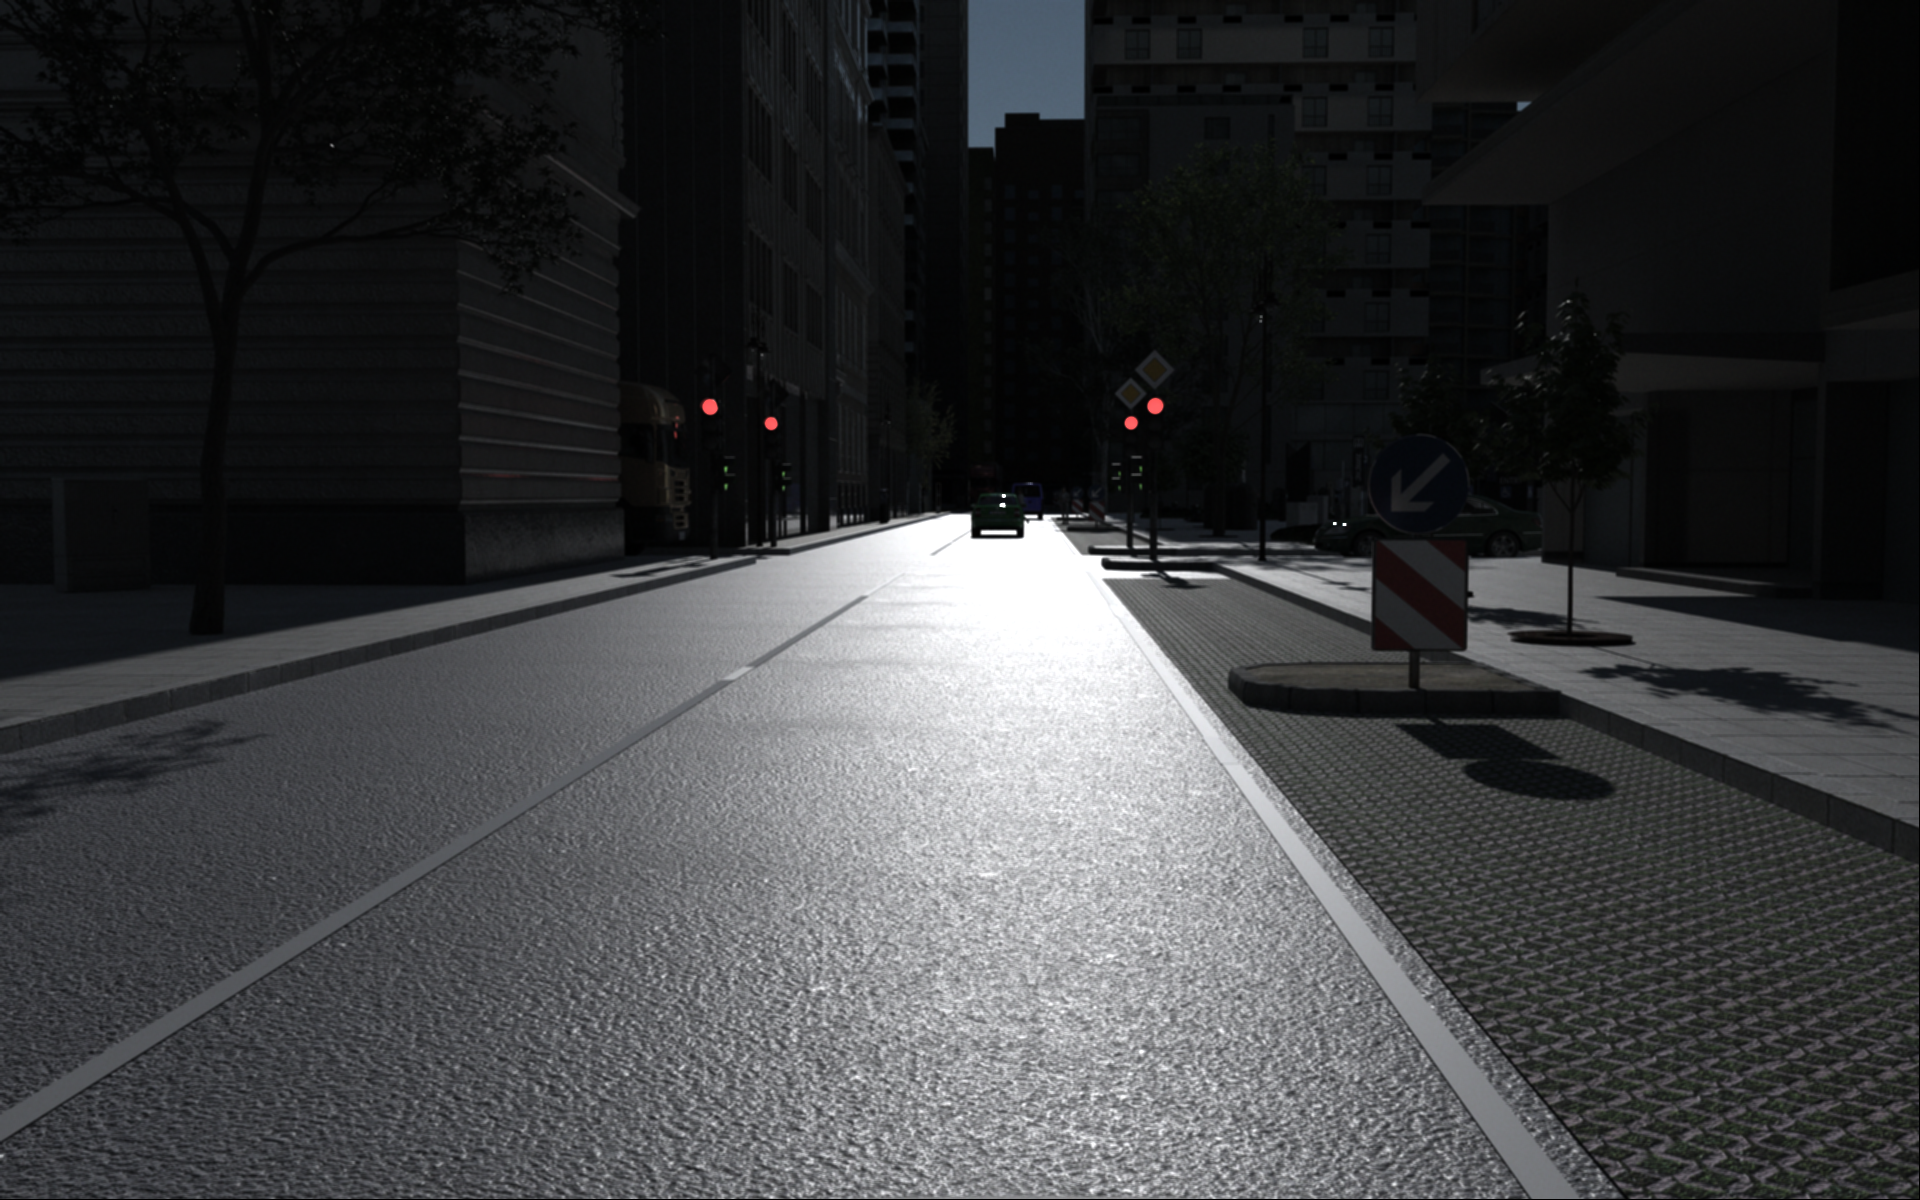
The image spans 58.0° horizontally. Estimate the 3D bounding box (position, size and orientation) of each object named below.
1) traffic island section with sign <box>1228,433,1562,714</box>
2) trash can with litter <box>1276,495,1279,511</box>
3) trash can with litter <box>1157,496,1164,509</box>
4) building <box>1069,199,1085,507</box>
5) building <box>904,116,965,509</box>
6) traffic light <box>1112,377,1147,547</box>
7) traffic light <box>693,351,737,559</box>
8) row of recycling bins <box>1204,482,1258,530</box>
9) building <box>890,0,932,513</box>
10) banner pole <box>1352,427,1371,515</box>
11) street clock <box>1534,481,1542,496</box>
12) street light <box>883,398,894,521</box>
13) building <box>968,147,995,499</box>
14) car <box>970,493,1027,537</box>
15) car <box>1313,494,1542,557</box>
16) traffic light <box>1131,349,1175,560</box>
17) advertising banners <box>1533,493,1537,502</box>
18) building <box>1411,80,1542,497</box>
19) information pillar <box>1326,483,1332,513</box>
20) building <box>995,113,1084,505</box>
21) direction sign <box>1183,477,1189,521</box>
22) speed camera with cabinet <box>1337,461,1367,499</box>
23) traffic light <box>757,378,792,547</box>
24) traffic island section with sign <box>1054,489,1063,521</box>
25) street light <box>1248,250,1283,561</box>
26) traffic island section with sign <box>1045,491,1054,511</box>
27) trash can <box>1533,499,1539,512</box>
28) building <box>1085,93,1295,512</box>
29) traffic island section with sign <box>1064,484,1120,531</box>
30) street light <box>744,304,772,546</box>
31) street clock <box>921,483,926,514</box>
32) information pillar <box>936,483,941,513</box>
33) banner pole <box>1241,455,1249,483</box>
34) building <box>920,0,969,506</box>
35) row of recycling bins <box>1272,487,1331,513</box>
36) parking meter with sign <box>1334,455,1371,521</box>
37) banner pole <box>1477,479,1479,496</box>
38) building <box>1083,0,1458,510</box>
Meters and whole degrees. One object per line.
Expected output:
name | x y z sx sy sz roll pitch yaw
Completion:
traffic island section with sign | 2.939 -0.216 12.160 1.989 1.847 2.006 0 4 2
trash can with litter | 18.004 -5.294 97.620 1.678 1.210 2.233 0 4 6
trash can with litter | 11.630 -5.422 100.033 0.624 1.170 1.055 -1 4 -14
building | 17.842 -24.434 171.193 14.160 30.474 14.107 0 4 2
building | -15.881 -28.649 160.298 32.217 40.220 23.993 0 4 2
traffic light | 4.085 -3.230 41.738 0.839 4.253 0.868 0 4 2
traffic light | -4.842 -2.763 34.090 0.839 4.253 0.868 0 4 2
row of recycling bins | 9.782 -3.412 62.902 1.069 1.692 3.534 -1 4 -14
building | -13.010 -50.069 131.301 22.319 86.520 31.000 0 4 2
banner pole | 14.959 -4.550 64.413 0.863 3.779 0.401 -1 4 -11
street clock | 23.469 -4.017 70.251 0.358 2.002 0.471 2 4 34
street light | -3.417 -6.704 82.404 0.468 5.910 1.993 0 4 2
building | -2.728 -32.039 207.430 14.086 41.232 14.154 0 4 2
car | 1.314 -3.096 59.420 1.959 1.807 4.718 0 4 2
car | 10.101 -1.563 37.351 4.920 1.459 2.131 0 4 1
traffic light | 3.763 -2.742 33.760 0.839 4.253 0.868 0 4 2
advertising banners | 34.316 -6.403 100.874 2.074 3.025 0.090 -1 4 -15
building | 43.555 -32.112 179.662 28.867 44.769 22.147 0 4 2
information pillar | 23.743 -6.542 111.460 0.304 2.012 0.304 -1 4 -19
building | 11.406 -34.048 206.796 14.200 45.320 14.600 0 4 2
direction sign | 11.016 -5.620 83.889 0.379 3.537 0.876 1 4 11
speed camera with cabinet | 23.350 -6.617 102.524 2.038 3.252 0.660 1 4 12
traffic light | -4.520 -3.251 42.068 0.839 4.253 0.868 0 4 2
traffic island section with sign | 6.230 -5.214 93.875 1.989 1.847 2.006 0 4 2
street light | 5.807 -3.688 33.089 0.468 5.910 1.993 0 4 2
traffic island section with sign | 8.232 -8.250 143.522 1.989 1.847 2.006 0 4 2
trash can | 18.015 -2.651 55.001 0.748 1.137 0.748 0 3 0
building | 16.879 -21.848 128.919 14.160 30.474 14.107 0 4 2
traffic island section with sign | 5.144 -3.567 66.942 1.989 1.847 2.006 0 4 2
street light | -4.914 -4.253 42.328 0.468 5.910 1.993 0 4 2
street clock | -2.476 -6.702 114.145 0.471 2.002 0.358 -3 5 -45
information pillar | -1.446 -6.805 115.758 0.304 2.012 0.304 0 4 -4
banner pole | 17.763 -7.207 107.853 0.863 3.779 0.401 -3 5 -44
building | -9.722 -45.484 181.918 20.611 71.187 20.563 0 4 2
row of recycling bins | 20.744 -6.003 105.258 3.534 1.692 1.069 1 4 15
parking meter with sign | 17.311 -4.910 76.540 1.738 3.016 0.543 -2 4 -33
banner pole | 30.502 -6.845 101.940 0.401 3.779 0.863 1 4 17
building | 24.469 -34.219 148.712 28.713 52.752 27.495 0 4 2
